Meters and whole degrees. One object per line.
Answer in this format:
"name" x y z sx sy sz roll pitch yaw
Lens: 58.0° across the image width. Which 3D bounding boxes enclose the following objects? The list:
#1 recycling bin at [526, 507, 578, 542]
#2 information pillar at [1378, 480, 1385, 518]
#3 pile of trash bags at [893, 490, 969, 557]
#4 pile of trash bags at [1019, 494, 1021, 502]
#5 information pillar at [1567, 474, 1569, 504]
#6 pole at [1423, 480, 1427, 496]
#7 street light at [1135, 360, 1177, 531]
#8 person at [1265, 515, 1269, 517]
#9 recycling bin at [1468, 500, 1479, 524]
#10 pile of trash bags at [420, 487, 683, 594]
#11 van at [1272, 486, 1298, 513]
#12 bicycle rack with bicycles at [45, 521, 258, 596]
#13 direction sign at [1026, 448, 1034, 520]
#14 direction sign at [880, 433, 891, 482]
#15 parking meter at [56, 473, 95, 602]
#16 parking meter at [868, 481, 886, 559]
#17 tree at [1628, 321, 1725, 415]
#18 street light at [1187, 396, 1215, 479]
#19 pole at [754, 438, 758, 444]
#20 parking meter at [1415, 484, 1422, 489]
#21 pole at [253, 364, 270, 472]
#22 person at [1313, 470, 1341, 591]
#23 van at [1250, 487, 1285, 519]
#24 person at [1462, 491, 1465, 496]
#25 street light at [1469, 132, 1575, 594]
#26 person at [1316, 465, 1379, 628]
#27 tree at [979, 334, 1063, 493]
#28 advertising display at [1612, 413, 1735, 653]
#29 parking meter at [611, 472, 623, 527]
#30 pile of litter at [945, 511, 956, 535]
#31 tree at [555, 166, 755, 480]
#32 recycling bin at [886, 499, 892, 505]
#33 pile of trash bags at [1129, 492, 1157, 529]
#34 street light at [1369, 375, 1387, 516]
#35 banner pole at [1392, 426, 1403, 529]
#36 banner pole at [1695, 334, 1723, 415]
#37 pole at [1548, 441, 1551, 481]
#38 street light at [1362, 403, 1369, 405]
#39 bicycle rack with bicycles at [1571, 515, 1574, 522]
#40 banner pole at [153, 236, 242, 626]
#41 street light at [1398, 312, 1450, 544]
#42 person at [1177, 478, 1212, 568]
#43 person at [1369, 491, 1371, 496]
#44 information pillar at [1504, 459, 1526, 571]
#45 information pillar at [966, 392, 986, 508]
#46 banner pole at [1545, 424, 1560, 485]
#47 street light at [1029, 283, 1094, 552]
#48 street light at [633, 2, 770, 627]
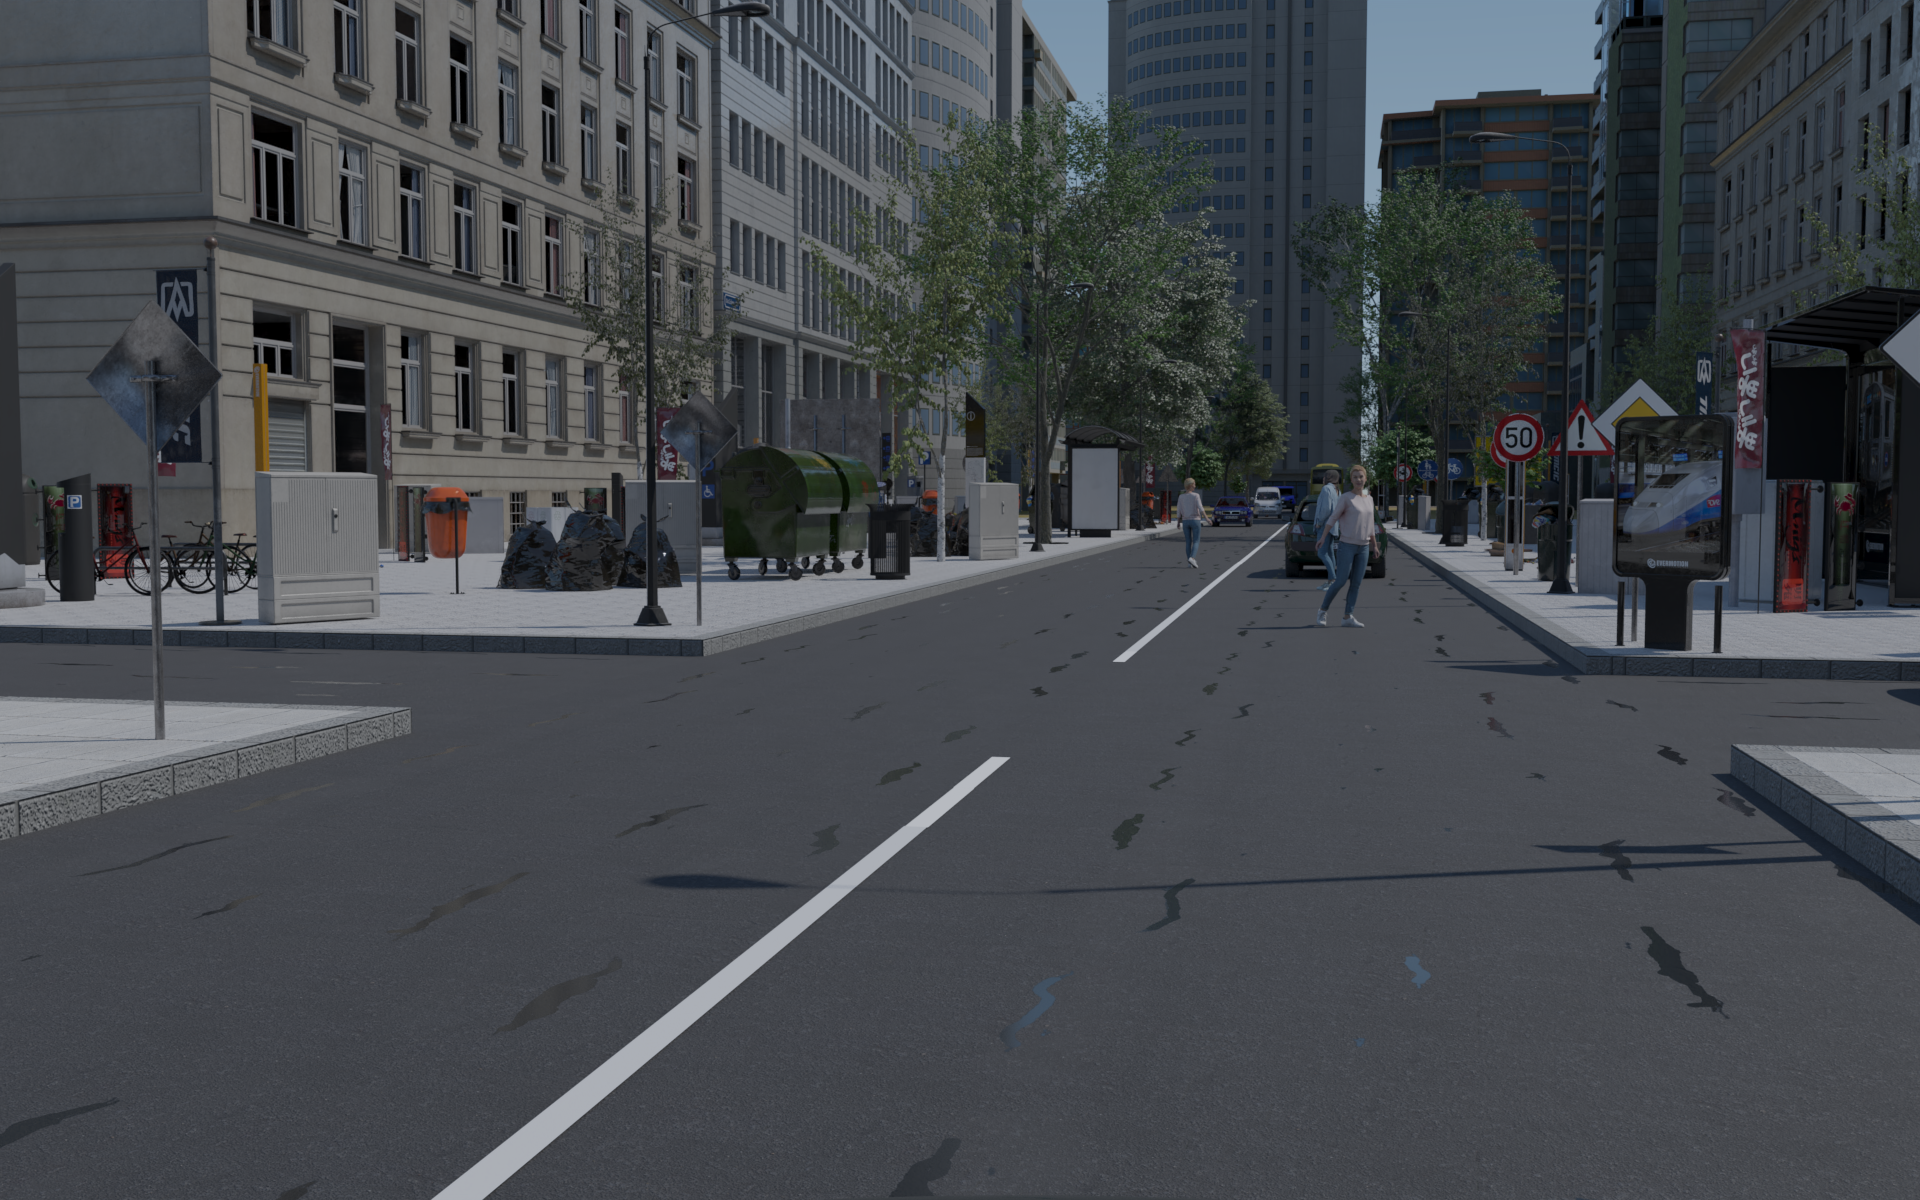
"recycling bin" -7.807 -1.263 33.197 0.722 1.027 0.722 3 4 36
"information pillar" 20.882 -4.972 85.782 0.304 2.012 0.304 2 4 25
"pile of trash bags" -0.434 -1.661 36.908 1.912 1.369 3.447 -1 4 -10
"pile of trash bags" 1.351 -4.563 84.356 3.447 1.369 1.912 -1 4 -23
"information pillar" 21.983 -3.581 63.036 0.304 2.012 0.304 1 4 11
"pole" 22.758 -5.564 84.808 0.158 3.312 0.155 0 3 0
"street light" 6.815 -5.358 60.145 1.470 5.913 1.316 1 4 12
"person" 18.954 -5.859 107.534 0.697 1.427 0.421 0 4 7
"recycling bin" 22.027 -3.802 74.714 0.722 1.027 0.722 1 4 18
"pile of trash bags" -5.575 -0.829 23.311 3.447 1.369 1.912 -3 5 -43
"van" 24.502 -7.776 131.525 2.240 2.365 5.245 1 4 11
"bicycle rack with bicycles" -9.923 -0.569 22.678 2.925 0.926 2.852 0 4 7
"direction sign" 3.447 -5.682 84.903 0.379 3.537 0.876 2 4 28
"direction sign" -2.965 -4.414 64.173 0.876 3.537 0.379 1 4 20
"parking meter" -10.601 -0.755 20.756 0.372 1.533 0.369 0 3 0
"parking meter" -1.655 -1.601 34.583 0.372 1.533 0.369 0 3 0
"tree" 30.098 -7.474 72.564 4.360 8.622 3.978 0 3 0
"street light" 11.369 -6.710 82.244 1.470 5.913 1.316 1 4 12
"pole" -7.423 -4.238 63.131 0.158 3.312 0.155 0 3 0
"parking meter" 21.996 -4.742 83.235 0.255 1.863 0.399 -1 4 -11
"pole" -10.953 -2.040 27.194 0.158 3.312 0.155 0 3 0
"person" 5.491 -1.039 25.749 0.793 1.790 0.793 0 4 -5
"van" 18.174 -5.827 102.275 2.013 2.044 4.112 1 4 10
"person" 48.523 -9.613 166.616 0.436 1.711 0.756 1 4 18
"street light" 7.237 -3.044 22.319 1.470 5.913 1.316 1 4 12
"person" 4.092 -0.581 18.672 0.731 1.740 0.598 -3 4 -38
"tree" 2.923 -7.768 77.369 4.360 8.622 3.978 0 3 0
"advertising display" 5.846 -0.552 14.245 0.123 1.923 0.974 -3 4 -39
"parking meter" -9.306 -2.530 47.079 0.255 1.863 0.399 0 4 1
"pile of litter" -0.440 -1.808 43.531 1.719 0.858 1.176 -2 4 -29
"tree" -7.141 -5.468 39.772 4.360 8.622 3.978 0 3 0
"recycling bin" -3.644 -4.213 81.444 0.722 1.027 0.722 2 4 25
"pile of trash bags" 6.491 -3.357 64.647 1.912 1.369 3.447 2 4 26
"street light" 16.562 -5.749 66.540 1.470 5.913 1.316 1 4 12
"banner pole" 16.083 -4.503 63.642 0.401 3.779 0.863 1 4 20
"banner pole" 11.666 -2.263 27.018 0.863 3.779 0.401 -3 4 -36
"pole" 22.439 -4.422 66.136 0.158 3.312 0.155 0 3 0
"street light" 21.149 -7.078 88.265 1.470 5.913 1.316 1 4 12
"bicycle rack with bicycles" 25.076 -3.834 76.062 2.852 0.926 2.925 -1 4 -19
"banner pole" -7.509 -1.650 16.999 0.863 3.779 0.401 1 4 14
"street light" 11.864 -4.382 44.190 1.470 5.913 1.316 1 4 12
"person" 4.527 -1.492 33.568 0.731 1.740 0.598 1 4 18
"person" 39.210 -9.573 165.950 0.436 1.711 0.756 3 5 43
"information pillar" 9.257 -1.493 28.904 0.304 2.012 0.304 1 4 15
"information pillar" 0.341 -2.947 39.544 0.504 3.616 0.183 2 4 27
"banner pole" 21.091 -4.382 61.661 0.863 3.779 0.401 -1 4 -14
"street light" 2.249 -4.023 38.317 1.470 5.913 1.316 1 4 12
"street light" -2.474 -2.696 16.620 1.470 5.913 1.316 1 4 12
